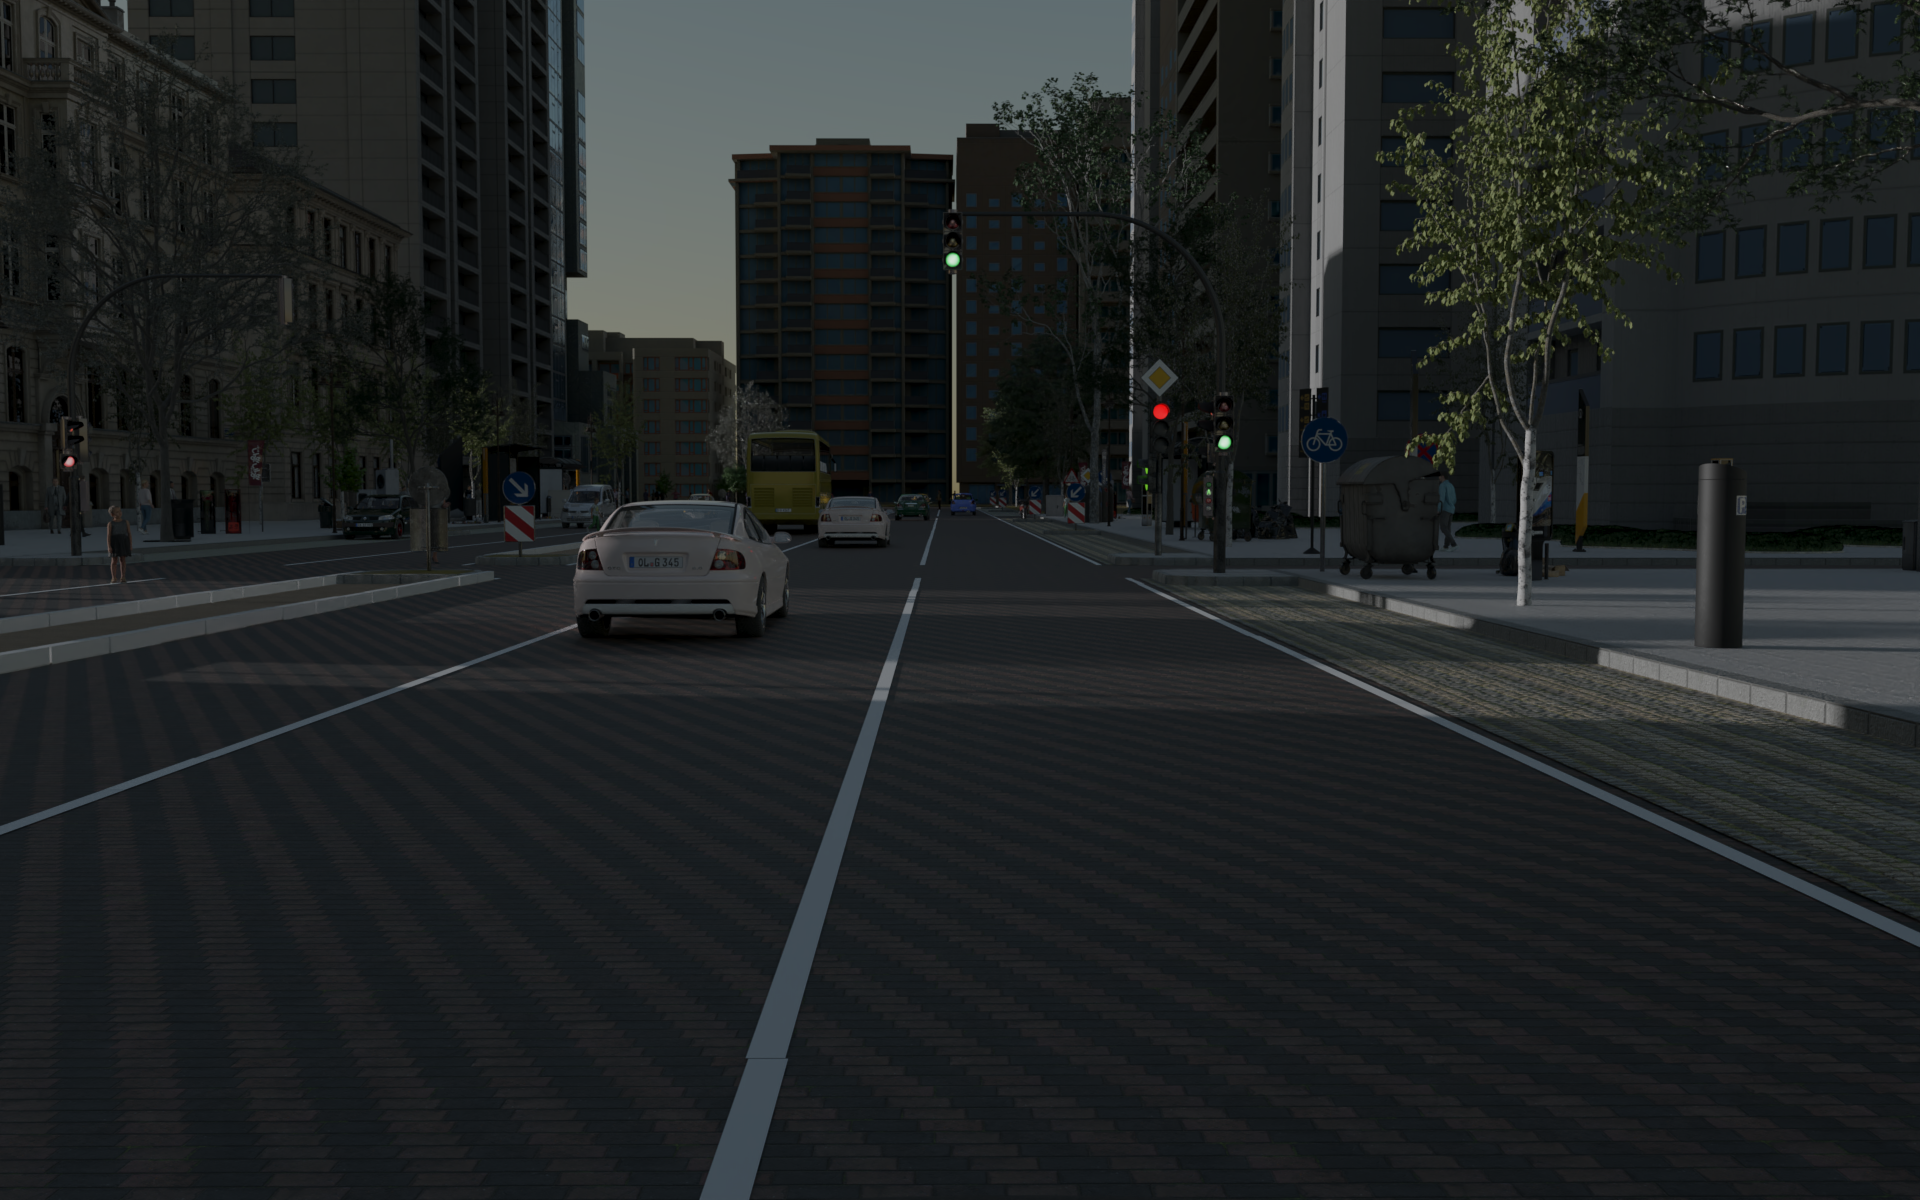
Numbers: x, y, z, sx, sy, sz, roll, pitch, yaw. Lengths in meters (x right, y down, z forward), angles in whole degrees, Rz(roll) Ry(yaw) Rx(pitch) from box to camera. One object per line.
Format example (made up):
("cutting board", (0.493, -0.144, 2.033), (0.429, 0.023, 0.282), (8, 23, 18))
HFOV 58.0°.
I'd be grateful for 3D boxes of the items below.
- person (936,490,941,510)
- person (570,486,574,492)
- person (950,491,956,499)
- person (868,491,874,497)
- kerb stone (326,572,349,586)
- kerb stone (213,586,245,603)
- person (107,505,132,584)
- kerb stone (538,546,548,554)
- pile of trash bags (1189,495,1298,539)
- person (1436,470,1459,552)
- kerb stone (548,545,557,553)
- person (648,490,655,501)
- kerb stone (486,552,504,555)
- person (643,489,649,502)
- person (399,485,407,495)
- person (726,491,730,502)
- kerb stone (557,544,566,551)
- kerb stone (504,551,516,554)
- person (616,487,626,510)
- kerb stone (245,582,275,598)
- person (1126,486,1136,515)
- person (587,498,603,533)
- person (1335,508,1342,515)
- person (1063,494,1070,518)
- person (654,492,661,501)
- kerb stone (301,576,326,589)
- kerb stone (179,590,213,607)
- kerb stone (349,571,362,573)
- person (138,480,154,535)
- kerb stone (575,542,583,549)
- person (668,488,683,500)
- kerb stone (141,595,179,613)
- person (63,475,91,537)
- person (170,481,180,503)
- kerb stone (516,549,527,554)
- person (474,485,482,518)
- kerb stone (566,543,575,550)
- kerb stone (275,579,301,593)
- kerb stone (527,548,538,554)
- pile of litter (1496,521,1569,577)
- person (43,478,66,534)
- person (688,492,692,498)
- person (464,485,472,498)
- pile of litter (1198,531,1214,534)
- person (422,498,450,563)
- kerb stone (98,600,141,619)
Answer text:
("person", (-1.899, -9.098, 157.344), (0.705, 1.812, 1.348), (-1, 4, -18))
("person", (-23.739, -6.092, 105.916), (0.793, 1.790, 0.793), (-1, 4, -23))
("person", (-0.545, -10.933, 187.281), (1.348, 1.821, 0.705), (-2, 4, -34))
("person", (-8.959, -10.153, 174.944), (0.683, 1.767, 0.568), (-1, 4, -17))
("kerb stone", (-9.919, -0.314, 27.332), (0.120, 0.150, 1.000), (0, 4, -1))
("kerb stone", (-9.883, -0.063, 23.230), (0.120, 0.150, 1.000), (0, 4, -1))
("person", (-13.493, -0.896, 27.814), (0.362, 1.253, 0.373), (-2, 4, -31))
("kerb stone", (-10.046, -1.164, 41.221), (0.120, 0.150, 1.000), (0, 4, -1))
("pile of trash bags", (8.180, -2.490, 50.465), (3.447, 1.369, 1.912), (3, 5, 40))
("person", (10.859, -1.986, 38.534), (0.620, 1.820, 0.660), (3, 4, 37))
("kerb stone", (-10.057, -1.227, 42.253), (0.120, 0.150, 1.000), (0, 4, -1))
("person", (-30.943, -10.256, 174.447), (0.721, 1.735, 1.217), (2, 4, 32))
("kerb stone", (-10.009, -0.912, 37.110), (0.120, 0.150, 1.000), (0, 4, -1))
("person", (-27.462, -8.842, 151.531), (0.541, 1.710, 0.530), (3, 4, 38))
("person", (-28.604, -5.035, 89.117), (0.466, 1.731, 0.760), (-1, 4, -23))
("person", (-24.402, -10.721, 182.244), (0.541, 1.710, 0.530), (-2, 4, -31))
("kerb stone", (-10.069, -1.290, 43.283), (0.120, 0.150, 1.000), (0, 4, -1))
("kerb stone", (-10.017, -0.974, 38.137), (0.120, 0.150, 1.000), (0, 4, -1))
("person", (-26.857, -7.943, 135.916), (1.348, 1.824, 0.705), (0, 4, 1))
("kerb stone", (-9.885, -0.126, 24.252), (0.120, 0.150, 1.000), (0, 4, -1))
("person", (10.155, -5.939, 103.734), (0.643, 1.750, 0.593), (-3, 4, -36))
("person", (-13.388, -3.100, 63.429), (0.590, 1.304, 0.306), (1, 4, 9))
("person", (17.067, -3.991, 76.794), (1.012, 1.151, 0.738), (-2, 4, -33))
("person", (5.839, -5.128, 94.134), (0.306, 1.304, 0.590), (-2, 4, -35))
("person", (-26.511, -8.944, 151.905), (0.705, 1.869, 1.348), (1, 4, 16))
("kerb stone", (-9.911, -0.251, 26.303), (0.120, 0.150, 1.000), (0, 4, -1))
("kerb stone", (-9.881, -0.001, 22.207), (0.120, 0.150, 1.000), (0, 4, -1))
("kerb stone", (-9.941, -0.377, 28.359), (0.120, 0.150, 1.000), (0, 4, -1))
("person", (-25.808, -2.942, 54.823), (0.731, 1.740, 0.598), (1, 4, 17))
("kerb stone", (-10.088, -1.415, 45.327), (0.120, 0.150, 1.000), (0, 4, -1))
("person", (-22.661, -8.023, 137.944), (1.217, 1.743, 0.721), (0, 4, -4))
("kerb stone", (-9.864, 0.064, 21.176), (0.120, 0.150, 1.000), (0, 4, -1))
("person", (-26.092, -2.786, 51.371), (0.659, 1.850, 0.755), (2, 4, 33))
("person", (-30.517, -3.705, 66.898), (0.850, 1.792, 0.678), (1, 4, 13))
("kerb stone", (-10.022, -1.038, 39.159), (0.120, 0.150, 1.000), (0, 4, -1))
("person", (-25.939, -5.311, 93.428), (0.519, 1.759, 0.362), (0, 4, 2))
("kerb stone", (-10.073, -1.349, 44.305), (0.120, 0.150, 1.000), (0, 4, -1))
("kerb stone", (-9.910, -0.189, 25.280), (0.120, 0.150, 1.000), (0, 4, -1))
("kerb stone", (-10.042, -1.098, 40.192), (0.120, 0.150, 1.000), (0, 4, -1))
("pile of litter", (9.053, -0.824, 27.445), (1.176, 0.858, 1.719), (2, 4, 29))
("person", (-29.201, -3.041, 55.868), (0.694, 1.812, 0.767), (-2, 4, -28))
("person", (-23.025, -8.502, 148.312), (1.065, 1.426, 0.557), (3, 5, 41))
("person", (-30.861, -6.299, 108.873), (0.661, 1.843, 0.795), (-2, 4, -30))
("pile of litter", (8.589, -2.580, 56.154), (1.719, 0.858, 1.176), (1, 4, 14))
("person", (-10.866, -1.640, 35.676), (0.532, 1.782, 0.716), (3, 5, 44))
("kerb stone", (-9.857, 0.125, 20.154), (0.120, 0.150, 1.000), (0, 4, -1))
